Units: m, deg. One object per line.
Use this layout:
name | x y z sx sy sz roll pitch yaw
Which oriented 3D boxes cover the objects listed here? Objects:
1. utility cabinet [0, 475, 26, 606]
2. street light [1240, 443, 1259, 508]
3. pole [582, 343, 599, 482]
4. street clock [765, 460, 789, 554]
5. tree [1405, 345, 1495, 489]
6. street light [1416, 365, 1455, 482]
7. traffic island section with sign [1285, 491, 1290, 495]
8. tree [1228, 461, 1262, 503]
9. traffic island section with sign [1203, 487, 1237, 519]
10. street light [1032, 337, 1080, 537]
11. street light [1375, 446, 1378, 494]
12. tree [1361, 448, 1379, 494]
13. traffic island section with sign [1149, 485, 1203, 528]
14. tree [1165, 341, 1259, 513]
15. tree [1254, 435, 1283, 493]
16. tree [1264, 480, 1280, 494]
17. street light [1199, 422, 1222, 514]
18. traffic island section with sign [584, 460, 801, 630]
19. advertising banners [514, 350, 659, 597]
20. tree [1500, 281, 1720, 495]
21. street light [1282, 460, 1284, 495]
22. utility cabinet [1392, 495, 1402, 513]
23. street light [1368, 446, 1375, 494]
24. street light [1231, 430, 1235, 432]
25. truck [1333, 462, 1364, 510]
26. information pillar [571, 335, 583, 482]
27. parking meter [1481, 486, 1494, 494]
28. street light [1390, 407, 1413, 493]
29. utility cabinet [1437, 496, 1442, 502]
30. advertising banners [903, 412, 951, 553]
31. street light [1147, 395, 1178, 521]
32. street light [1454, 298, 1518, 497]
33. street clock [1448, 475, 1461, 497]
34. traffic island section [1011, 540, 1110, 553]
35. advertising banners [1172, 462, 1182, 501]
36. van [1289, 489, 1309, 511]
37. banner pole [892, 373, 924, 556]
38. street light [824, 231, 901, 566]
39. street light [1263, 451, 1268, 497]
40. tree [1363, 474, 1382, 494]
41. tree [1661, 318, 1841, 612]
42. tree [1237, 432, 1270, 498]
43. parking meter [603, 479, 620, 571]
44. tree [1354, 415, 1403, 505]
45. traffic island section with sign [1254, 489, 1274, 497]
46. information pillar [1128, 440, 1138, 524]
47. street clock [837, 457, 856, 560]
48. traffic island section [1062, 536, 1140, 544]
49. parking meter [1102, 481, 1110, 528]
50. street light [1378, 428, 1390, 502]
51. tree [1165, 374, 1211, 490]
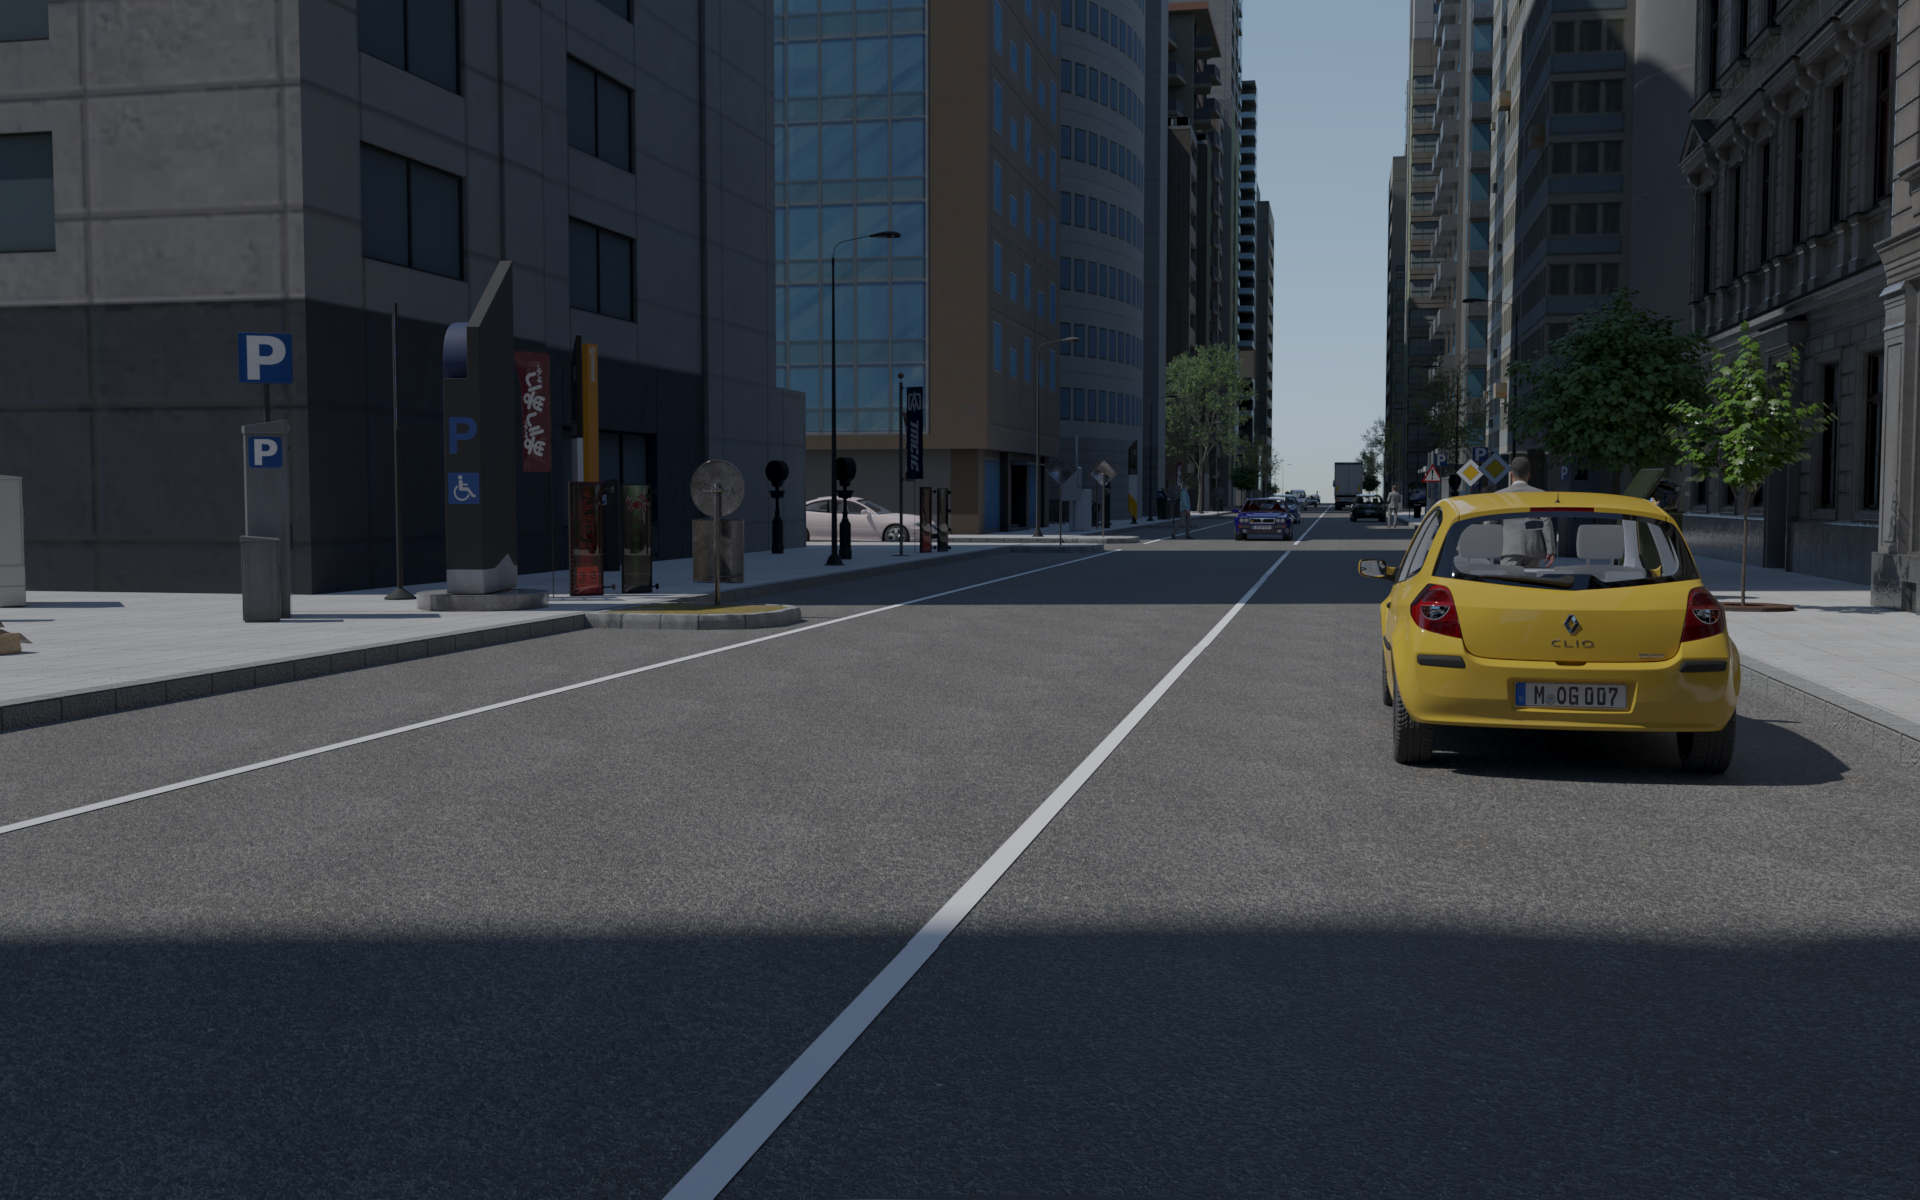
utility cabinet | -10.959 -0.692 19.985 0.318 1.500 1.173 -2 4 -29
street light | 26.012 -11.248 156.452 1.470 5.913 1.316 1 4 12
pole | -5.027 -1.821 23.612 0.158 3.312 0.155 0 3 0
street clock | -3.917 -1.991 37.130 0.471 2.002 0.358 2 4 32
tree | 24.475 -8.328 86.524 4.737 8.622 4.395 0 3 0
street light | 17.274 -5.483 62.186 1.470 5.913 1.316 1 4 12
traffic island section with sign | 49.286 -15.119 255.826 1.989 1.847 2.006 1 4 12
tree | 27.935 -11.371 169.636 4.285 4.588 4.351 0 3 0
traffic island section with sign | 14.970 -5.594 100.085 1.989 1.847 2.006 1 4 12
street light | 2.866 -4.837 51.619 1.470 5.913 1.316 1 4 12
street light | 33.421 -9.974 135.623 1.470 5.913 1.316 1 4 12
tree | 63.996 -19.657 271.748 4.737 8.622 4.395 0 3 0
traffic island section with sign | 9.093 -3.962 73.413 1.989 1.847 2.006 1 4 12
tree | 16.503 -11.767 118.149 9.928 11.665 9.643 0 3 0
tree | 37.501 -15.993 211.842 4.360 8.622 3.978 0 3 0
tree | 41.494 -14.520 232.006 1.663 3.219 1.824 0 3 0
street light | 16.134 -8.502 111.548 1.470 5.913 1.316 1 4 12
traffic island section with sign | -2.856 -0.649 19.238 1.989 1.847 2.006 1 4 12
advertising banners | -4.682 -1.564 21.765 2.074 3.025 0.090 -3 5 -45
tree | 10.229 -2.630 26.717 4.285 4.588 4.351 0 3 0
street light | 43.744 -16.203 237.463 1.470 5.913 1.316 1 4 12
utility cabinet | 30.320 -6.664 120.124 0.306 1.237 1.020 3 4 38
street light | 40.128 -11.834 166.027 1.470 5.913 1.316 1 4 12
street light | 19.280 -9.400 126.228 1.470 5.913 1.316 1 4 12
truck | 35.209 -10.283 157.042 2.839 4.237 11.283 1 4 12
information pillar | -5.683 -2.104 25.748 0.183 3.616 0.504 -1 4 -22
parking meter | 16.033 -2.710 52.715 0.372 1.533 0.369 0 3 0
street light | 23.871 -7.336 92.482 1.470 5.913 1.316 1 4 12
utility cabinet | 22.179 -4.200 79.833 0.306 1.237 1.020 0 4 7
advertising banners | -0.732 -2.545 37.804 0.090 3.025 2.074 2 4 29
street light | 9.529 -6.669 81.577 1.470 5.913 1.316 1 4 12
street light | 12.568 -4.188 41.007 1.470 5.913 1.316 1 4 12
street clock | 18.433 -3.669 64.560 0.358 2.002 0.471 -2 4 -24
traffic island section | 2.510 -1.303 43.592 2.009 0.180 2.903 1 4 12
advertising banners | 11.288 -5.904 92.725 0.090 3.025 2.074 3 5 42
van | 29.552 -8.846 151.635 2.013 2.044 4.112 1 4 11
banner pole | -1.047 -2.790 35.641 0.863 3.779 0.401 3 5 42
street light | -1.728 -3.564 30.818 1.470 5.913 1.316 1 4 12
street light | 32.543 -13.108 186.854 1.470 5.913 1.316 1 4 12
tree | 61.063 -16.745 257.500 4.285 4.588 4.351 0 3 0
tree | 8.631 -1.511 19.307 1.663 3.219 1.824 0 3 0
tree | 33.555 -15.212 199.078 4.737 8.622 4.395 0 3 0
parking meter | -5.854 -1.249 28.837 0.372 1.533 0.369 0 3 0
tree | 50.025 -16.539 204.825 7.601 10.594 8.767 -1 4 -16
traffic island section with sign | 25.534 -8.525 148.015 1.989 1.847 2.006 1 4 12
information pillar | 7.420 -5.072 74.280 0.504 3.616 0.183 -3 4 -39
street clock | -2.256 -1.799 33.991 0.358 2.002 0.471 -3 4 -39
traffic island section | 4.229 -1.780 51.390 2.009 0.180 2.903 1 4 12
parking meter | 5.473 -3.617 64.845 0.255 1.863 0.399 0 4 -5
street light | 30.517 -9.168 122.444 1.470 5.913 1.316 1 4 12
tree | 13.427 -9.482 105.385 4.360 8.622 3.978 0 3 0
